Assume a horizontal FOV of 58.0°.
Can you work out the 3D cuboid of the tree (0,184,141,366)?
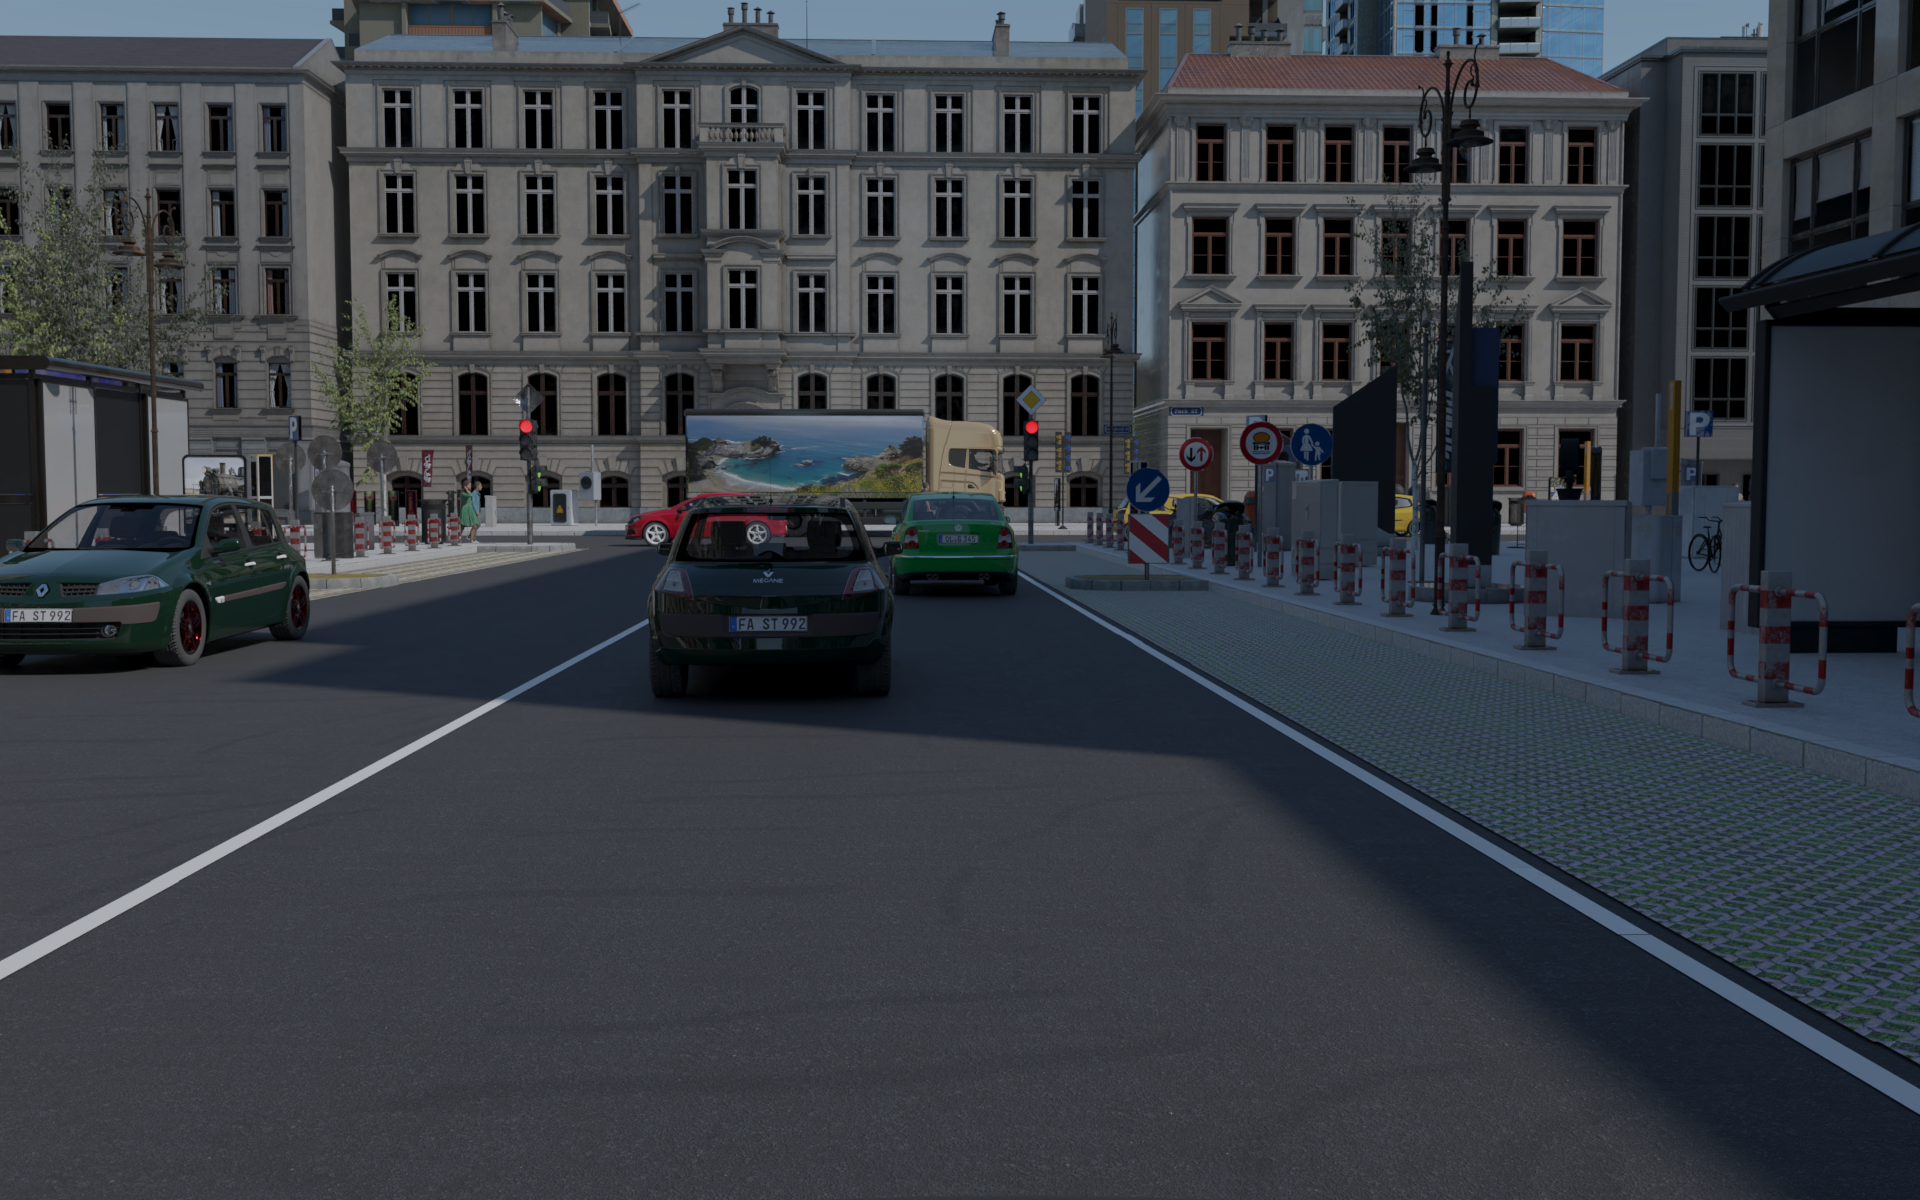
[{"bbox_3d":[-22.124,-5.597,41.871,4.737,8.622,4.395,0,3,0],"label":"tree"}]

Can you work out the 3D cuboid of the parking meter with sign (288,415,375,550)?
[{"bbox_3d":[-14.168,-2.622,39.135,1.738,3.016,0.543,-3,5,-42],"label":"parking meter with sign"}]

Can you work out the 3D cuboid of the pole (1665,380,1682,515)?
[{"bbox_3d":[12.824,-2.282,31.151,0.158,3.312,0.155,0,3,0],"label":"pole"}]

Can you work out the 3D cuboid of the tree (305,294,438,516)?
[{"bbox_3d":[-21.254,-6.889,62.992,4.737,8.622,4.395,0,3,0],"label":"tree"}]

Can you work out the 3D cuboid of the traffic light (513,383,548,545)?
[{"bbox_3d":[-10.896,-3.360,43.859,0.839,4.253,0.868,0,4,-3],"label":"traffic light"}]

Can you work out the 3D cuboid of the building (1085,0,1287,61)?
[{"bbox_3d":[17.800,-30.018,140.903,14.600,45.320,14.200,0,4,-3],"label":"building"}]

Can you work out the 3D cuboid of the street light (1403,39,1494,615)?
[{"bbox_3d":[5.092,-2.780,18.238,0.468,5.910,1.993,0,4,-3],"label":"street light"}]

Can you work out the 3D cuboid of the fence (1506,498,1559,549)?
[{"bbox_3d":[14.029,-1.858,41.584,2.264,1.192,0.480,-3,4,-37],"label":"fence"}]

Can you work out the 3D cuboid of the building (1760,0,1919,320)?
[{"bbox_3d":[26.022,-12.990,16.904,19.350,26.468,34.151,0,4,-3],"label":"building"}]

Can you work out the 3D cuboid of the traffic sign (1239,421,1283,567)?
[{"bbox_3d":[5.261,-1.848,30.326,0.768,2.556,0.104,0,4,1],"label":"traffic sign"}]

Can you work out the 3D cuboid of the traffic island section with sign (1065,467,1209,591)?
[{"bbox_3d":[2.646,-1.089,26.426,1.989,1.847,2.006,0,4,-3],"label":"traffic island section with sign"}]

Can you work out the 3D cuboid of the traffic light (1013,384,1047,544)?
[{"bbox_3d":[1.802,-3.395,44.433,0.839,4.253,0.868,0,4,-3],"label":"traffic light"}]

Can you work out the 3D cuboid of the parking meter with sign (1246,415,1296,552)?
[{"bbox_3d":[7.187,-2.604,38.837,1.738,3.016,0.543,-3,5,-40],"label":"parking meter with sign"}]

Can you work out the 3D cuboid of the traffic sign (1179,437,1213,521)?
[{"bbox_3d":[5.299,-2.375,38.932,0.768,2.556,0.104,0,4,3],"label":"traffic sign"}]

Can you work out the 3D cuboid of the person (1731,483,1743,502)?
[{"bbox_3d":[23.775,-2.721,53.352,0.716,1.782,0.532,0,4,3],"label":"person"}]

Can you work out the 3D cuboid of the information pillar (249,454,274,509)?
[{"bbox_3d":[-12.943,-1.691,32.134,0.304,2.012,0.304,3,5,43],"label":"information pillar"}]

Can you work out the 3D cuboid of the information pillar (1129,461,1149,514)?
[{"bbox_3d":[3.944,-2.063,38.225,0.304,2.012,0.304,-3,5,-44],"label":"information pillar"}]

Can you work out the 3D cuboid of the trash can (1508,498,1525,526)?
[{"bbox_3d":[22.352,-3.543,69.582,0.748,1.137,0.748,0,3,0],"label":"trash can"}]

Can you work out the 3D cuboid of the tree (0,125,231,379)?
[{"bbox_3d":[-17.451,-5.195,35.297,4.360,8.622,3.978,0,3,0],"label":"tree"}]

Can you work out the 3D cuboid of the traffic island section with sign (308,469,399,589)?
[{"bbox_3d":[-9.854,-1.116,26.869,1.989,1.847,2.006,0,4,-3],"label":"traffic island section with sign"}]

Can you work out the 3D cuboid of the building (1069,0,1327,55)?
[{"bbox_3d":[20.905,-33.249,163.233,23.786,49.044,30.456,0,4,-3],"label":"building"}]

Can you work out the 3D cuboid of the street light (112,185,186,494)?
[{"bbox_3d":[-12.254,-3.273,26.307,0.468,5.910,1.993,0,4,-3],"label":"street light"}]

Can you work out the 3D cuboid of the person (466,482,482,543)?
[{"bbox_3d":[-13.839,-2.478,49.353,0.444,1.785,0.601,0,4,-1],"label":"person"}]

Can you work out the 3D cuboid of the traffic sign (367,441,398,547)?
[{"bbox_3d":[-13.782,-2.520,41.304,0.768,2.556,0.104,0,4,5],"label":"traffic sign"}]

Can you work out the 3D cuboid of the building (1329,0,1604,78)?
[{"bbox_3d":[53.146,-53.209,182.640,31.000,86.520,22.319,0,4,-3],"label":"building"}]

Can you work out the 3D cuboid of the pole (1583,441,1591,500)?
[{"bbox_3d":[24.248,-4.475,67.001,0.158,3.312,0.155,0,3,0],"label":"pole"}]

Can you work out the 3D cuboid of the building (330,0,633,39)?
[{"bbox_3d":[-39.449,-30.006,145.221,22.147,44.769,28.867,0,4,-3],"label":"building"}]

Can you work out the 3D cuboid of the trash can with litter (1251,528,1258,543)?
[{"bbox_3d":[7.324,-2.063,45.115,1.055,1.170,0.624,0,4,1],"label":"trash can with litter"}]

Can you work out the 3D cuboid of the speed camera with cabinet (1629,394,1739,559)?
[{"bbox_3d":[14.422,-2.457,34.500,2.038,3.252,0.660,0,4,-7],"label":"speed camera with cabinet"}]

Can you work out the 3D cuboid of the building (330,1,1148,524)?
[{"bbox_3d":[-9.479,-15.949,79.856,34.723,24.649,14.460,0,4,-3],"label":"building"}]

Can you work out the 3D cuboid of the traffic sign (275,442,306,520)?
[{"bbox_3d":[-16.531,-2.610,42.779,0.768,2.556,0.104,0,4,1],"label":"traffic sign"}]

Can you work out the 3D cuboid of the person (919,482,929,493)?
[{"bbox_3d":[-1.078,-2.856,55.324,0.434,1.807,0.598,-1,4,-17],"label":"person"}]

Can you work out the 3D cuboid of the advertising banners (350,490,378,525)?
[{"bbox_3d":[-24.944,-4.572,70.942,2.074,3.025,0.090,-2,4,-24],"label":"advertising banners"}]

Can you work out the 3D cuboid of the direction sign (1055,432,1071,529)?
[{"bbox_3d":[3.751,-4.346,63.052,0.379,3.537,0.876,3,5,41],"label":"direction sign"}]

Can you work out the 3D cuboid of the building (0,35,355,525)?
[{"bbox_3d":[-35.793,-13.830,75.279,18.267,20.994,9.793,0,4,-3],"label":"building"}]

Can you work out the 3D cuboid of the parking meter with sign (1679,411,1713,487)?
[{"bbox_3d":[15.638,-2.498,37.108,0.543,3.016,1.738,1,4,13],"label":"parking meter with sign"}]

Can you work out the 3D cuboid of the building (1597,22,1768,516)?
[{"bbox_3d":[44.050,-16.040,81.314,30.058,24.678,14.314,0,4,-3],"label":"building"}]

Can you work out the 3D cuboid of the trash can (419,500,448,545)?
[{"bbox_3d":[-13.406,-1.986,44.119,0.748,1.137,0.748,0,3,0],"label":"trash can"}]

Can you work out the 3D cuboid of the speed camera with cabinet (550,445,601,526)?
[{"bbox_3d":[-15.453,-4.601,69.568,2.038,3.252,0.660,1,4,20],"label":"speed camera with cabinet"}]

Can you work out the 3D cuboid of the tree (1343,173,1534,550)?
[{"bbox_3d":[10.521,-5.446,39.409,4.360,8.622,3.978,0,3,0],"label":"tree"}]

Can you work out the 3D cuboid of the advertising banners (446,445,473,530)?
[{"bbox_3d":[-17.901,-4.025,61.995,0.090,3.025,2.074,-3,5,-42],"label":"advertising banners"}]

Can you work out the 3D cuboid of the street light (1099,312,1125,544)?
[{"bbox_3d":[3.857,-4.365,44.159,0.468,5.910,1.993,0,4,-3],"label":"street light"}]

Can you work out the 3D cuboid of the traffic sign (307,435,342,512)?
[{"bbox_3d":[-13.740,-2.285,37.461,0.768,2.556,0.104,0,4,4],"label":"traffic sign"}]

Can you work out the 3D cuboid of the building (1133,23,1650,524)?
[{"bbox_3d":[18.509,-14.876,79.373,21.152,22.565,11.583,0,4,-3],"label":"building"}]

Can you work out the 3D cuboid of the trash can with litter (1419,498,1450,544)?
[{"bbox_3d":[12.166,-2.029,44.559,0.624,1.170,1.055,3,5,40],"label":"trash can with litter"}]

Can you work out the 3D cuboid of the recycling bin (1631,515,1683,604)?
[{"bbox_3d":[8.131,-0.497,20.673,0.722,1.027,0.722,3,5,43],"label":"recycling bin"}]

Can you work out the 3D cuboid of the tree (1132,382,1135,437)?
[{"bbox_3d":[10.223,-9.515,105.938,4.737,8.622,4.395,0,3,0],"label":"tree"}]

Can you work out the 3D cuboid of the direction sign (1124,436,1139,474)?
[{"bbox_3d":[6.745,-4.658,68.156,0.379,3.537,0.876,3,5,44],"label":"direction sign"}]

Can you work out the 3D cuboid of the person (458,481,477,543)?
[{"bbox_3d":[-13.417,-2.347,47.114,0.529,1.795,0.600,0,4,3],"label":"person"}]

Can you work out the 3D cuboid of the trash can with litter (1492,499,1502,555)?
[{"bbox_3d":[11.111,-1.545,36.652,0.624,1.170,1.055,1,4,9],"label":"trash can with litter"}]

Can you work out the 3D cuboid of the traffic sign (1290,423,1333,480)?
[{"bbox_3d":[6.330,-1.906,31.264,0.768,2.556,0.104,0,4,2],"label":"traffic sign"}]

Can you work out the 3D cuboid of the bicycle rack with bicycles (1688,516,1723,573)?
[{"bbox_3d":[11.836,-0.869,27.584,2.852,0.926,2.925,1,4,13],"label":"bicycle rack with bicycles"}]

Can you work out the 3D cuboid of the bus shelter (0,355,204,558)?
[{"bbox_3d":[-14.860,-3.057,27.617,2.179,5.291,8.768,0,4,-3],"label":"bus shelter"}]

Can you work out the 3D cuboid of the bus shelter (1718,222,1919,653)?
[{"bbox_3d":[7.283,-1.071,11.432,2.014,3.302,5.546,0,4,-2],"label":"bus shelter"}]

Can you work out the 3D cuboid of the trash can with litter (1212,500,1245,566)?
[{"bbox_3d":[4.775,-1.209,31.152,0.624,1.170,1.055,0,4,-1],"label":"trash can with litter"}]

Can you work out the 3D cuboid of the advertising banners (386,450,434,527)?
[{"bbox_3d":[-21.692,-4.413,68.340,2.074,3.025,0.090,1,4,10],"label":"advertising banners"}]
